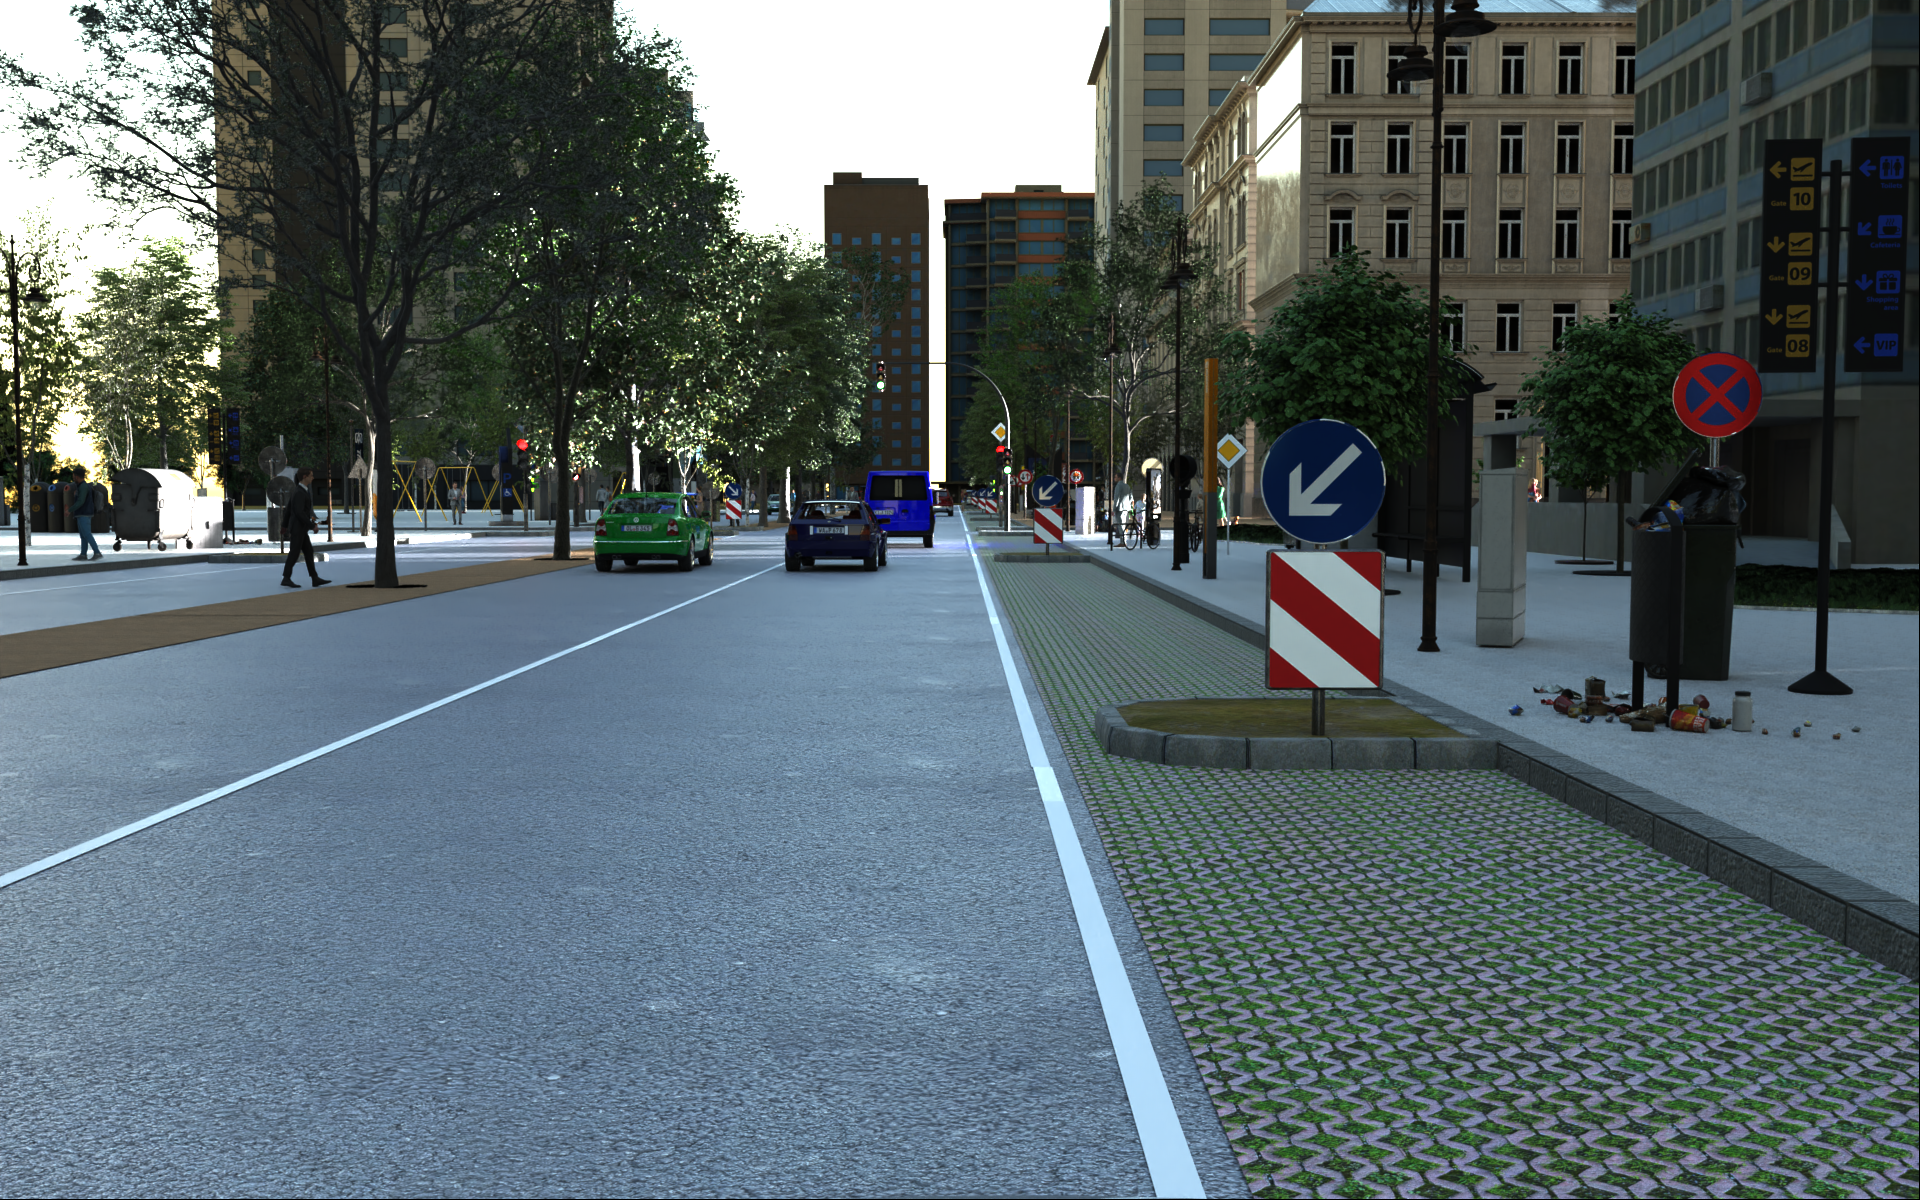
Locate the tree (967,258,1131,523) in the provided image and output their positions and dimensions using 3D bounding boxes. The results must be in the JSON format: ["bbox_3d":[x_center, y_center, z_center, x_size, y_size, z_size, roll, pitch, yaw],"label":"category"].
[{"bbox_3d":[4.094,-9.165,75.598,9.928,11.665,9.643,0,3,0],"label":"tree"}]

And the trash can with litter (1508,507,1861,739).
[{"bbox_3d":[4.026,0.057,10.121,1.678,1.210,2.233,0,4,1],"label":"trash can with litter"}]

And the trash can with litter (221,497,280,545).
[{"bbox_3d":[-18.521,-2.030,44.256,2.233,1.210,1.678,1,4,15],"label":"trash can with litter"}]

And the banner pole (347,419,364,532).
[{"bbox_3d":[-20.314,-4.177,58.309,0.401,3.779,0.863,1,4,18],"label":"banner pole"}]

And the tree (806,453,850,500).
[{"bbox_3d":[-8.708,-9.757,112.350,4.737,8.622,4.395,0,3,0],"label":"tree"}]

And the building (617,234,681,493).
[{"bbox_3d":[-35.711,-24.381,170.323,14.160,30.474,14.107,0,4,0],"label":"building"}]

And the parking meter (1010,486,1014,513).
[{"bbox_3d":[3.560,-6.912,118.725,0.255,1.863,0.399,-1,4,-13],"label":"parking meter"}]

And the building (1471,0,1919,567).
[{"bbox_3d":[28.728,-21.050,36.057,32.217,40.220,23.993,0,4,0],"label":"building"}]

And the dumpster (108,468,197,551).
[{"bbox_3d":[-18.359,-2.057,39.385,1.264,1.857,1.865,0,3,0],"label":"dumpster"}]

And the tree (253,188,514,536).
[{"bbox_3d":[-17.764,-7.221,52.475,7.601,10.594,8.767,0,4,-1],"label":"tree"}]

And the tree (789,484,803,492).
[{"bbox_3d":[-18.476,-12.386,197.109,1.663,3.219,1.824,0,3,0],"label":"tree"}]

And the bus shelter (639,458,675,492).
[{"bbox_3d":[-20.093,-7.548,114.700,1.731,3.624,6.357,0,3,0],"label":"bus shelter"}]

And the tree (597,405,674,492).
[{"bbox_3d":[-17.811,-9.049,98.321,4.360,8.622,3.978,0,3,0],"label":"tree"}]

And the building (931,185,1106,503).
[{"bbox_3d":[10.352,-36.282,247.829,28.867,44.769,22.147,0,4,0],"label":"building"}]

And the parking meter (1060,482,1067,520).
[{"bbox_3d":[5.261,-4.968,86.939,0.399,1.863,0.255,-1,4,-14],"label":"parking meter"}]

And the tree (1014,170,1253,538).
[{"bbox_3d":[4.964,-7.055,49.759,7.601,10.594,8.767,1,4,11],"label":"tree"}]

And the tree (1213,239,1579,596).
[{"bbox_3d":[5.059,-2.361,22.309,4.285,4.588,4.351,0,3,0],"label":"tree"}]

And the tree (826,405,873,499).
[{"bbox_3d":[-8.518,-10.832,129.921,4.360,8.622,3.978,0,3,0],"label":"tree"}]

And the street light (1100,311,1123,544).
[{"bbox_3d":[3.834,-4.358,44.042,0.468,5.910,1.993,0,4,0],"label":"street light"}]

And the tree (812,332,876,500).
[{"bbox_3d":[-8.840,-10.803,104.840,9.928,11.665,9.643,0,3,0],"label":"tree"}]

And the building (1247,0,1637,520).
[{"bbox_3d":[27.295,-17.497,83.347,25.104,27.353,12.463,0,4,0],"label":"building"}]

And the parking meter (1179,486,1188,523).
[{"bbox_3d":[7.289,-3.107,56.510,0.255,1.863,0.399,0,4,-3],"label":"parking meter"}]

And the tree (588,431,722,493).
[{"bbox_3d":[-18.056,-10.545,106.830,7.601,10.594,8.767,0,4,4],"label":"tree"}]

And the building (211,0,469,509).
[{"bbox_3d":[-69.834,-46.372,196.433,20.611,71.187,20.563,0,4,0],"label":"building"}]

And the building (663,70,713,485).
[{"bbox_3d":[-43.845,-35.228,195.585,30.456,49.044,23.786,0,4,0],"label":"building"}]

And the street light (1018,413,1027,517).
[{"bbox_3d":[3.612,-7.556,96.325,0.468,5.910,1.993,0,4,0],"label":"street light"}]

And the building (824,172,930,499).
[{"bbox_3d":[-11.428,-36.302,243.642,14.200,45.320,14.600,0,4,0],"label":"building"}]

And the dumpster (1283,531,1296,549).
[{"bbox_3d":[6.619,-1.779,31.573,1.502,2.255,1.985,0,4,0],"label":"dumpster"}]

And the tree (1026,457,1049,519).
[{"bbox_3d":[4.263,-5.819,89.743,1.663,3.219,1.824,0,3,0],"label":"tree"}]

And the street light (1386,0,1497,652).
[{"bbox_3d":[3.831,-2.519,13.978,0.468,5.910,1.993,0,4,0],"label":"street light"}]

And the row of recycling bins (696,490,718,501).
[{"bbox_3d":[-18.773,-7.331,126.968,1.069,1.692,3.534,1,4,15],"label":"row of recycling bins"}]

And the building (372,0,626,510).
[{"bbox_3d":[-39.151,-43.637,151.723,20.563,71.187,20.611,0,4,0],"label":"building"}]

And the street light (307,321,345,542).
[{"bbox_3d":[-16.946,-4.505,46.438,0.468,5.910,1.993,0,4,0],"label":"street light"}]

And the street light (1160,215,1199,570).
[{"bbox_3d":[3.650,-3.440,29.025,0.468,5.910,1.993,0,4,0],"label":"street light"}]

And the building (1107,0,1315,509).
[{"bbox_3d":[24.573,-38.044,164.013,21.231,58.520,28.212,0,4,0],"label":"building"}]

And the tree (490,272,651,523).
[{"bbox_3d":[-17.504,-9.767,77.812,7.486,12.596,7.792,0,3,0],"label":"tree"}]

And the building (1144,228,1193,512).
[{"bbox_3d":[21.288,-17.633,130.095,13.314,21.916,24.055,0,4,0],"label":"building"}]

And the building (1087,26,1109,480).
[{"bbox_3d":[29.414,-36.933,193.097,28.713,52.752,27.495,0,4,0],"label":"building"}]

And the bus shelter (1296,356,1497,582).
[{"bbox_3d":[6.653,-2.058,27.577,2.014,3.302,5.546,0,4,0],"label":"bus shelter"}]

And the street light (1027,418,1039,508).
[{"bbox_3d":[3.542,-6.637,81.307,0.468,5.910,1.993,0,4,0],"label":"street light"}]

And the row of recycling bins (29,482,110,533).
[{"bbox_3d":[-29.675,-3.092,57.668,3.534,1.692,1.069,2,4,27],"label":"row of recycling bins"}]

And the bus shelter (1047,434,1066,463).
[{"bbox_3d":[5.628,-8.310,113.499,2.179,5.291,8.768,0,4,0],"label":"bus shelter"}]

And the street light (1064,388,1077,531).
[{"bbox_3d":[3.708,-5.296,59.383,0.468,5.910,1.993,0,4,0],"label":"street light"}]

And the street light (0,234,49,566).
[{"bbox_3d":[-16.858,-3.559,30.974,0.468,5.910,1.993,0,4,0],"label":"street light"}]

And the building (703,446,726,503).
[{"bbox_3d":[-40.690,-36.308,243.739,14.200,45.320,14.600,0,4,0],"label":"building"}]

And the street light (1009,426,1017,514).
[{"bbox_3d":[3.611,-8.514,111.989,0.468,5.910,1.993,0,4,0],"label":"street light"}]

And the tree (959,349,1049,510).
[{"bbox_3d":[3.794,-13.270,135.094,7.486,12.596,7.792,0,3,0],"label":"tree"}]

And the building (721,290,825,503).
[{"bbox_3d":[-26.385,-28.919,244.531,14.107,30.474,14.160,0,4,0],"label":"building"}]

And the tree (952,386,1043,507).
[{"bbox_3d":[4.081,-16.580,177.739,9.857,13.997,8.962,0,3,0],"label":"tree"}]

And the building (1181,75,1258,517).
[{"bbox_3d":[21.799,-19.468,105.684,14.401,28.519,23.554,0,4,0],"label":"building"}]

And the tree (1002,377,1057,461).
[{"bbox_3d":[4.588,-9.472,105.223,4.737,8.622,4.395,0,3,0],"label":"tree"}]

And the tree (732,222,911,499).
[{"bbox_3d":[-10.094,-16.064,120.995,12.611,20.169,13.585,0,3,0],"label":"tree"}]
